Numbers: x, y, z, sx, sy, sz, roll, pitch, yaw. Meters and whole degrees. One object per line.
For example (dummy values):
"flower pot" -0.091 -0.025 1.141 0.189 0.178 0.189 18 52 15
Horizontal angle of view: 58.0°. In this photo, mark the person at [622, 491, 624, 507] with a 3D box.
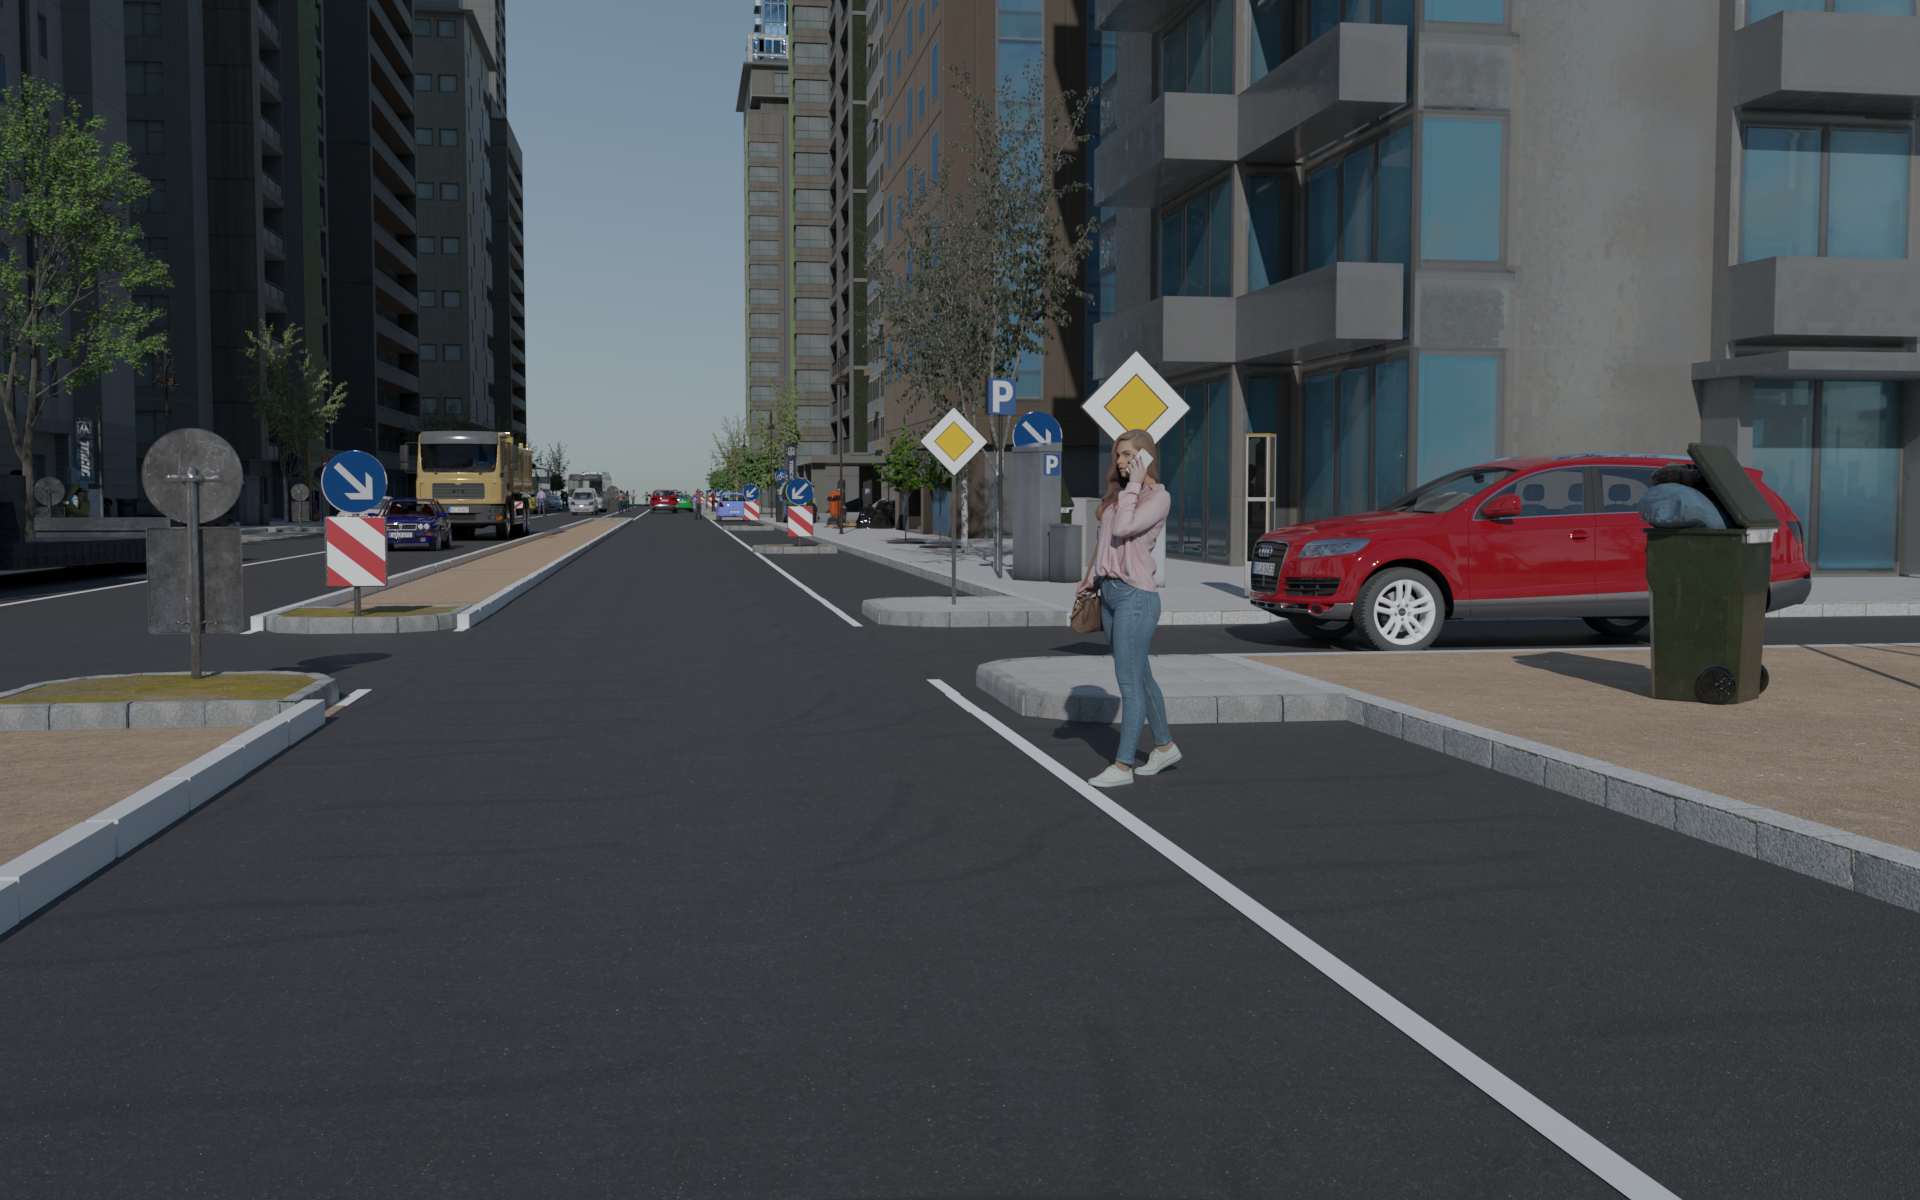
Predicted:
"person" -37.041 -11.116 190.797 0.434 1.755 0.990 0 4 -5

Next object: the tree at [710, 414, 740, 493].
"tree" -20.615 -12.712 158.203 4.737 8.622 4.395 0 3 0

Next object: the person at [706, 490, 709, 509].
"person" -24.615 -9.803 168.796 0.705 1.823 1.348 -1 4 -9

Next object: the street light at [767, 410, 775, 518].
"street light" -10.200 -7.391 93.635 0.468 5.910 1.993 -1 4 -9

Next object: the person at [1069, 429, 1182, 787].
"person" 0.889 0.028 8.628 0.643 1.750 0.593 -1 4 -22

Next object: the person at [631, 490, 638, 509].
"person" -31.795 -9.834 169.156 0.599 1.838 0.709 -2 4 -35

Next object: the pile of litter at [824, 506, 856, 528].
"pile of litter" -4.437 -3.225 66.694 1.719 0.858 1.176 -1 4 -10

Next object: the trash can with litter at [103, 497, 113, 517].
"trash can with litter" -29.815 -2.993 60.315 0.624 1.170 1.055 -1 4 -21

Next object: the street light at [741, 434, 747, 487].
"street light" -16.266 -9.657 130.687 0.468 5.910 1.993 -1 4 -9

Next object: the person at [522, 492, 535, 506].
"person" -23.522 -5.193 94.198 0.721 1.735 1.217 1 4 19

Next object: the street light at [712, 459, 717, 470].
"street light" -30.038 -14.748 213.913 0.468 5.910 1.993 -1 4 -9

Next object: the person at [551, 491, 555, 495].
"person" -48.434 -12.069 205.928 0.705 1.812 1.348 3 4 37

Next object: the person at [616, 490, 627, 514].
"person" -24.616 -7.110 125.464 0.721 1.736 1.217 3 5 42

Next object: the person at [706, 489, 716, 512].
"person" -19.706 -7.945 138.335 1.348 1.831 0.705 2 4 33

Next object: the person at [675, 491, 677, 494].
"person" -27.415 -9.661 167.011 0.990 1.755 0.434 1 4 10

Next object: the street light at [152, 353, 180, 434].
"street light" -25.504 -5.075 55.757 0.468 5.910 1.993 -1 4 -9

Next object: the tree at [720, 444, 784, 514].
"tree" -12.836 -7.840 111.899 4.285 4.588 4.351 0 3 0

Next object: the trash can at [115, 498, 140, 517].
"trash can" -27.553 -2.794 57.328 0.748 1.137 0.748 0 3 0

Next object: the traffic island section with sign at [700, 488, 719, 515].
"traffic island section with sign" -16.648 -6.739 118.804 1.989 1.847 2.006 -1 4 -9

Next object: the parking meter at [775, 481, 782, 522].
"parking meter" -8.238 -4.469 78.778 0.255 1.863 0.399 -1 4 -15

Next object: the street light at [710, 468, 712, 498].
"street light" -36.149 -17.061 251.736 0.468 5.910 1.993 -1 4 -9

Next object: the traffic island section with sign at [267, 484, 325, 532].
"traffic island section with sign" -25.124 -3.499 65.835 1.989 1.847 2.006 -1 4 -9

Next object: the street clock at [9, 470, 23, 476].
"street clock" -27.976 -2.870 51.503 0.471 2.002 0.358 0 4 6

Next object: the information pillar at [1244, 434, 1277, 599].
"information pillar" 3.677 -1.023 21.213 0.304 2.012 0.304 2 4 26

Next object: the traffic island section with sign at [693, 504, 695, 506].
"traffic island section with sign" -29.981 -11.680 199.594 1.989 1.847 2.006 -1 4 -9

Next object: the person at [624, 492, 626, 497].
"person" -45.938 -13.932 237.213 0.530 1.710 0.541 0 4 -2

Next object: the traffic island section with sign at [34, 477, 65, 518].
"traffic island section with sign" -20.722 -1.867 39.147 1.989 1.847 2.006 -1 4 -9

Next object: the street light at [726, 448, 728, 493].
"street light" -22.662 -12.002 169.025 0.468 5.910 1.993 -1 4 -9

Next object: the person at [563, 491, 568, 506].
"person" -46.660 -12.036 205.367 0.705 1.814 1.350 2 4 34

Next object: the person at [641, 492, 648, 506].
"person" -36.611 -11.813 202.356 1.217 1.736 0.721 -2 4 -25

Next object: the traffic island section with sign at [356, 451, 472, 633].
"traffic island section with sign" -6.418 -0.648 18.738 2.006 1.907 1.989 -1 4 -9

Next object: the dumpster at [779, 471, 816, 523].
"dumpster" -7.085 -4.470 75.570 1.502 2.255 1.985 -1 4 -9

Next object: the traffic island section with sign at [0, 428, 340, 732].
"traffic island section with sign" -5.223 -0.201 11.428 2.006 1.907 1.989 -1 4 -9

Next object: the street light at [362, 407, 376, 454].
"street light" -31.584 -7.331 92.653 0.468 5.910 1.993 -1 4 -9

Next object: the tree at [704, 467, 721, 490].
"tree" -24.324 -12.167 182.642 4.285 4.588 4.351 0 3 0

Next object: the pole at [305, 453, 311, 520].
"pole" -31.721 -5.528 84.227 0.158 3.312 0.155 0 3 0

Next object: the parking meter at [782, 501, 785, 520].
"parking meter" -8.864 -4.774 86.467 0.372 1.533 0.369 0 3 0

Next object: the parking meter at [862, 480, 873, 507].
"parking meter" -3.768 -3.961 70.470 0.399 1.863 0.255 0 4 4

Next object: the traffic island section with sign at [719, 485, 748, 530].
"traffic island section with sign" -8.482 -3.709 69.269 1.989 1.847 2.006 -1 4 -9

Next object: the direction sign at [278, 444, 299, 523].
"direction sign" -30.221 -5.262 78.031 0.876 3.537 0.379 -2 4 -31

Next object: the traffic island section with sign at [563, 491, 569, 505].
"traffic island section with sign" -51.163 -13.161 223.816 1.989 1.847 2.006 -1 4 -9

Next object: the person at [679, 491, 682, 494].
"person" -28.784 -10.377 178.950 0.721 1.735 1.217 0 4 6

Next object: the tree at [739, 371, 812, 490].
"tree" -10.743 -9.394 103.955 4.737 8.622 4.395 0 3 0

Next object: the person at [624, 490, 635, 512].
"person" -26.883 -8.012 140.213 1.217 1.735 0.721 1 4 15

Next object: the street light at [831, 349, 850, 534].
"street light" -3.794 -5.042 55.221 0.468 5.910 1.993 -1 4 -9

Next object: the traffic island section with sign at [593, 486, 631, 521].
"traffic island section with sign" -18.649 -5.183 92.879 2.006 1.907 1.989 -1 4 -9

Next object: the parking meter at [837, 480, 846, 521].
"parking meter" -4.787 -3.928 69.939 0.255 1.863 0.399 1 4 11

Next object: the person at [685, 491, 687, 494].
"person" -25.523 -9.321 161.426 1.217 1.766 0.721 1 4 21

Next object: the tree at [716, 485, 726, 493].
"tree" -27.489 -12.612 200.813 1.663 3.219 1.824 0 3 0

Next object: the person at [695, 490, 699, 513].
"person" -20.240 -7.612 133.751 0.445 1.727 0.742 0 4 -7

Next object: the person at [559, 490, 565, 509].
"person" -38.108 -9.612 165.676 0.705 1.822 1.348 1 4 21

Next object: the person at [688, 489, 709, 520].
"person" -14.708 -5.392 97.377 1.217 1.743 0.721 -1 4 -9

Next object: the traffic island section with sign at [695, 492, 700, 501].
"traffic island section with sign" -21.040 -8.365 145.400 1.989 1.847 2.006 -1 4 -9

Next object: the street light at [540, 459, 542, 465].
"street light" -51.386 -14.661 212.490 0.468 5.910 1.993 -1 4 -9

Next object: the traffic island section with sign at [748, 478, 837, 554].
"traffic island section with sign" -4.104 -2.082 42.671 1.989 1.847 2.006 -1 4 -9

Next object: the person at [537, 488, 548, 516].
"person" -27.190 -6.384 112.747 0.709 1.838 0.599 0 4 3
